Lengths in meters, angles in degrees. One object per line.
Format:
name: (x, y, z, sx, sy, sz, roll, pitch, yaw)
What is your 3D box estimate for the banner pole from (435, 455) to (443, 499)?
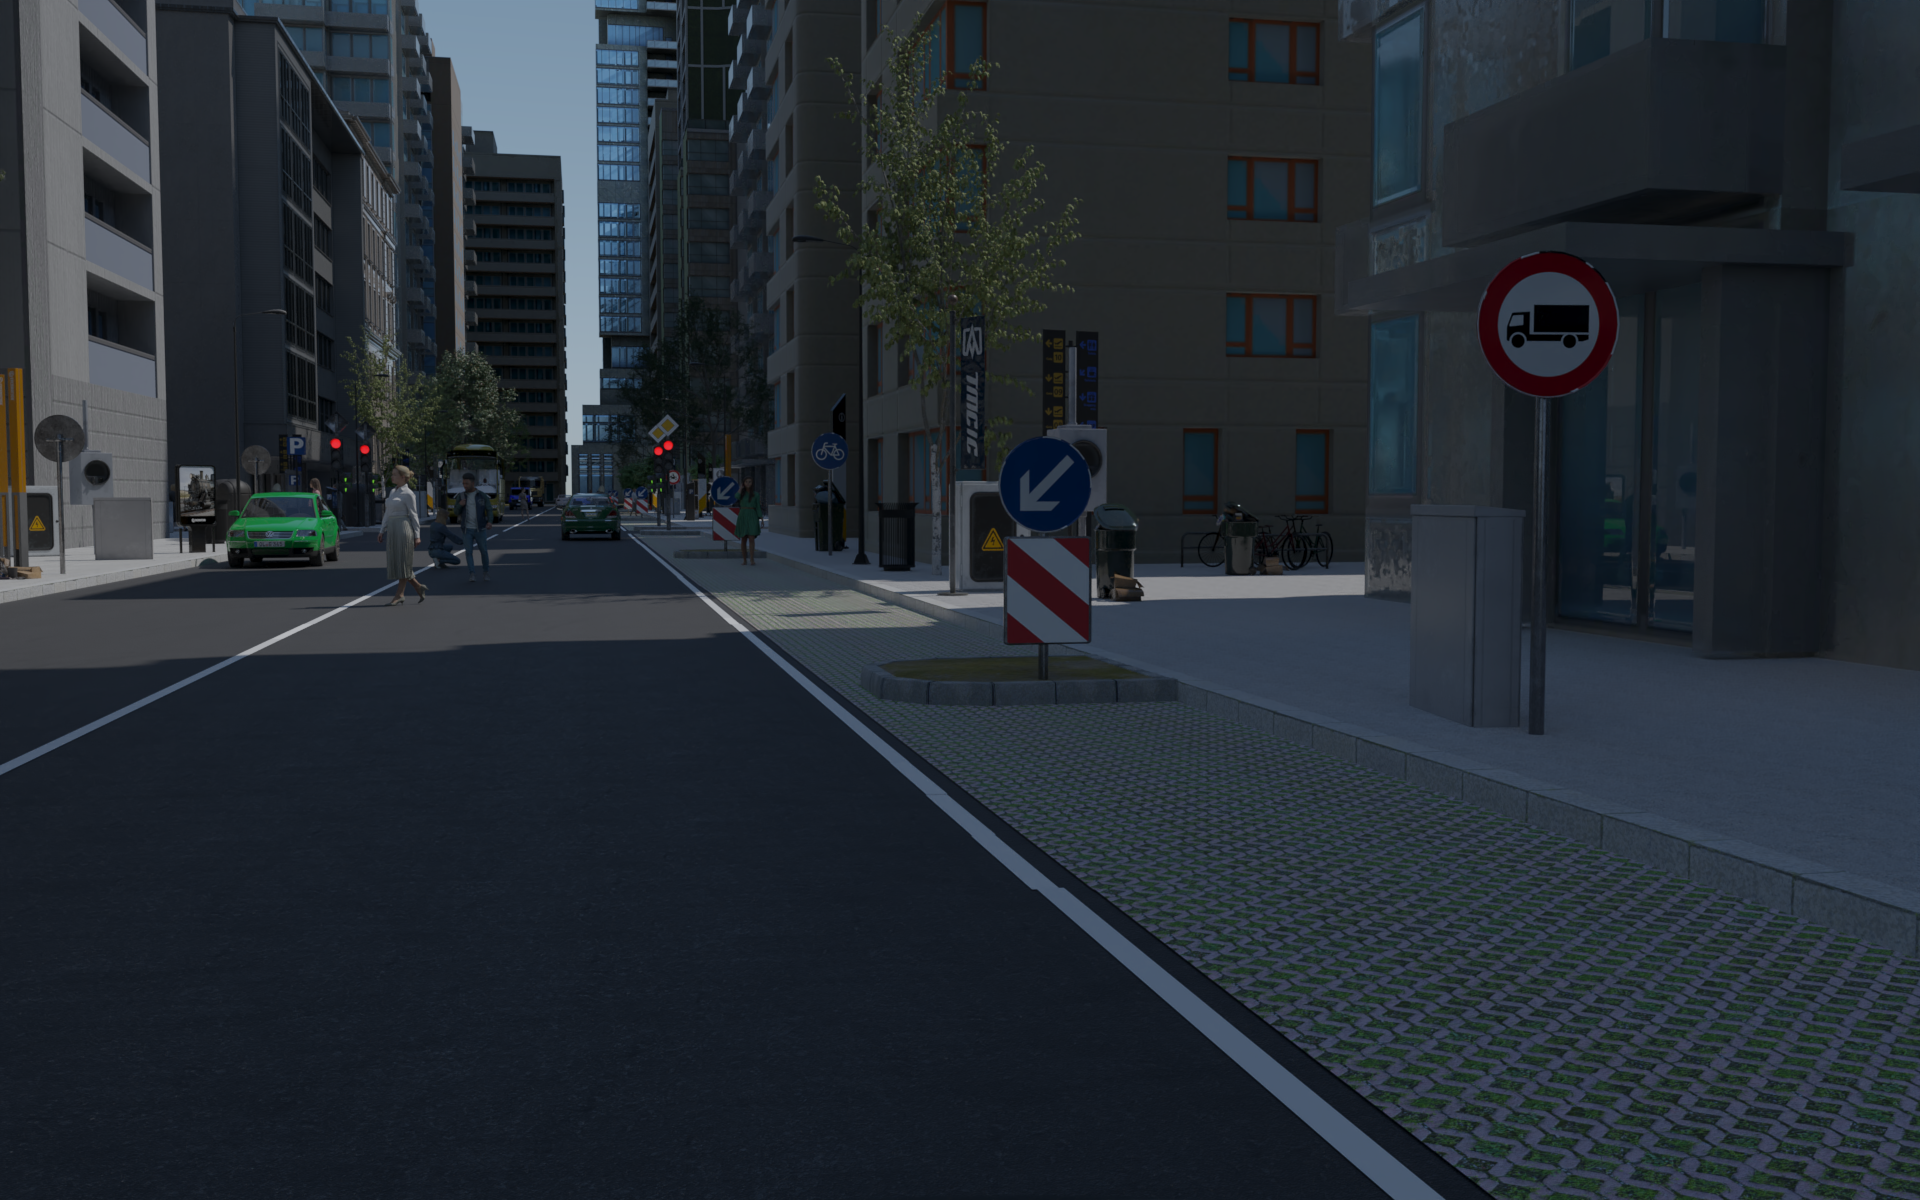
banner pole: (-33.166, -7.357, 110.302, 0.401, 3.779, 0.863, 1, 4, 23)

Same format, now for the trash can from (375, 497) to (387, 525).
trash can: (-24.460, -3.740, 72.799, 0.748, 1.137, 0.748, 0, 3, 0)

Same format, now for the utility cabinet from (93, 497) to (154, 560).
utility cabinet: (-16.345, -1.388, 33.858, 1.020, 1.237, 0.306, -1, 4, -21)

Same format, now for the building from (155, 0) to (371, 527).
building: (-36.990, -16.033, 81.203, 14.314, 24.678, 30.058, -1, 4, -12)

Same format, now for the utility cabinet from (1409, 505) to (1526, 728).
utility cabinet: (2.913, 0.072, 9.992, 0.306, 1.237, 1.020, 0, 4, -5)

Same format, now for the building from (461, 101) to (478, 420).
building: (-70.343, -35.174, 194.709, 30.456, 49.044, 23.786, -1, 4, -12)

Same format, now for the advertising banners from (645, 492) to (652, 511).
advertising banners: (-24.112, -8.481, 134.849, 0.090, 3.025, 2.074, -2, 4, -34)

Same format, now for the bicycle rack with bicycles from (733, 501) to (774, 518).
bicycle rack with bicycles: (-10.865, -4.530, 87.450, 2.925, 0.926, 2.852, 3, 4, 36)

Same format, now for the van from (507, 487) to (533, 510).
van: (-39.771, -9.320, 156.773, 2.240, 2.365, 5.245, -1, 4, -12)

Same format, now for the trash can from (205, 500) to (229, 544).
trash can: (-19.211, -2.018, 44.645, 0.748, 1.137, 0.748, 0, 3, 0)

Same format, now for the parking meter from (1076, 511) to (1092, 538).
parking meter: (2.110, -1.453, 29.465, 0.255, 1.863, 0.399, 0, 4, 4)

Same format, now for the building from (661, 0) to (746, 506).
building: (-18.981, -44.731, 169.603, 20.563, 71.187, 20.611, -1, 4, -12)

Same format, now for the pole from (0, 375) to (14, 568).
pole: (-16.406, -2.189, 29.632, 0.158, 3.312, 0.155, 0, 3, 0)

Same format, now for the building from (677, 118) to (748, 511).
building: (-14.923, -22.389, 137.766, 14.160, 30.474, 14.107, -1, 4, -12)

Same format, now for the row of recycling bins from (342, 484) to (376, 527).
row of recycling bins: (-24.006, -3.805, 69.318, 1.069, 1.692, 3.534, -1, 4, -11)

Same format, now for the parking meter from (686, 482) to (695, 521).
parking meter: (-12.965, -4.743, 83.264, 0.399, 1.863, 0.255, -2, 4, -23)

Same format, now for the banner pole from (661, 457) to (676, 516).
banner pole: (-17.059, -6.828, 101.658, 0.863, 3.779, 0.401, 0, 4, 7)

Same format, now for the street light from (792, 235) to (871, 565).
street light: (-2.329, -3.597, 31.356, 1.470, 5.913, 1.316, -1, 4, -12)

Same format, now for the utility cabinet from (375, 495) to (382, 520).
utility cabinet: (-28.464, -4.557, 85.675, 1.020, 1.237, 0.306, -2, 4, -34)

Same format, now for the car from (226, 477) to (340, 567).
car: (-13.810, -1.630, 35.443, 1.959, 1.807, 4.718, -1, 4, -14)

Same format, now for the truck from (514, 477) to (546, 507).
truck: (-48.046, -12.125, 194.160, 3.469, 3.379, 9.791, -1, 4, -12)

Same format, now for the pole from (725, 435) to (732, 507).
pole: (-7.953, -4.013, 59.462, 0.158, 3.312, 0.155, 0, 3, 0)

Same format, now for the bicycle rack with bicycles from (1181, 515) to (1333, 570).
bicycle rack with bicycles: (5.296, -1.013, 29.946, 2.925, 0.926, 2.852, -2, 4, -29)

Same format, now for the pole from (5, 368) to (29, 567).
pole: (-15.324, -2.100, 28.182, 0.158, 3.312, 0.155, 0, 3, 0)

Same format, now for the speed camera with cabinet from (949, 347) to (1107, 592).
speed camera with cabinet: (0.905, -1.758, 23.085, 2.038, 3.252, 0.660, -1, 4, -15)

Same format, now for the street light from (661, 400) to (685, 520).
street light: (-13.868, -6.831, 84.230, 1.470, 5.913, 1.316, -1, 4, -12)

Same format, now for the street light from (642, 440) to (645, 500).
street light: (-20.252, -8.621, 113.501, 1.470, 5.913, 1.316, -1, 4, -12)

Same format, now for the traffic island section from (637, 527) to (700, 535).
traffic island section: (-10.253, -2.375, 61.108, 2.009, 0.180, 2.903, -1, 4, -12)

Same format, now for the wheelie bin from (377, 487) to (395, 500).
wheelie bin: (-26.323, -4.395, 79.765, 0.980, 1.594, 0.693, -1, 4, -14)

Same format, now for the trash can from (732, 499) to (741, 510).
trash can: (-10.064, -4.107, 78.797, 0.748, 1.137, 0.748, 0, 3, 0)

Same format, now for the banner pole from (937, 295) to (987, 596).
banner pole: (0.054, -1.936, 21.667, 0.401, 3.779, 0.863, -3, 5, -39)

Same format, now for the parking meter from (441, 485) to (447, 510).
parking meter: (-32.359, -6.294, 108.621, 0.255, 1.863, 0.399, 1, 4, 14)

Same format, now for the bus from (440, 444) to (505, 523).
bus: (-24.791, -5.950, 88.837, 2.896, 3.916, 12.252, -1, 4, -13)

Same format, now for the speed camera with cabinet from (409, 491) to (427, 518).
speed camera with cabinet: (-30.270, -6.140, 94.723, 2.038, 3.252, 0.660, -1, 4, -9)

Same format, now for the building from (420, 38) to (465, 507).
building: (-57.355, -32.021, 173.656, 14.600, 45.320, 14.200, -1, 4, -12)

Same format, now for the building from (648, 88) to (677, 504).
building: (-25.630, -35.595, 205.680, 21.300, 48.544, 21.600, -1, 4, -12)

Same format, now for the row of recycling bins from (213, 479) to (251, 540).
row of recycling bins: (-20.552, -2.533, 48.522, 1.069, 1.692, 3.534, -2, 4, -29)

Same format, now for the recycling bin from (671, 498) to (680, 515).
recycling bin: (-17.900, -5.826, 107.806, 0.722, 1.027, 0.722, 2, 4, 28)

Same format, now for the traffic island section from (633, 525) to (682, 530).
traffic island section: (-11.956, -2.852, 68.910, 2.009, 0.180, 2.903, -1, 4, -12)

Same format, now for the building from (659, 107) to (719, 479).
building: (-25.332, -30.835, 187.741, 14.154, 41.232, 14.086, -1, 4, -12)

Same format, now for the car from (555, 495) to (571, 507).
car: (-40.336, -10.060, 176.848, 2.083, 1.381, 4.827, -1, 4, -14)

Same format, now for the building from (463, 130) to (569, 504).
building: (-64.199, -37.304, 233.619, 21.600, 48.544, 21.300, -1, 4, -12)

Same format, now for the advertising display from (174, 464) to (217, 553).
advertising display: (-16.664, -1.993, 37.793, 0.123, 1.923, 0.974, 2, 4, 27)

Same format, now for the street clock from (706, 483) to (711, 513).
street clock: (-17.039, -6.884, 117.130, 0.358, 2.002, 0.471, 3, 5, 45)

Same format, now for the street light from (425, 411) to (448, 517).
street light: (-29.156, -7.573, 96.367, 1.470, 5.913, 1.316, -1, 4, -12)

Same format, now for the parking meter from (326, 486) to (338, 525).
parking meter: (-20.925, -3.016, 57.717, 0.372, 1.533, 0.369, 0, 3, 0)

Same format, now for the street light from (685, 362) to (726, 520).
street light: (-8.851, -5.427, 61.266, 1.470, 5.913, 1.316, -1, 4, -12)

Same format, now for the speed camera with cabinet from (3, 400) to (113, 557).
speed camera with cabinet: (-18.688, -2.541, 35.873, 0.660, 3.252, 2.038, 3, 4, 38)

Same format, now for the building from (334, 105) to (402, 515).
building: (-42.451, -19.012, 108.110, 12.463, 27.353, 25.104, -1, 4, -12)

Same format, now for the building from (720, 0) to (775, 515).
building: (-2.695, -29.928, 108.924, 23.786, 49.044, 30.456, -1, 4, -12)

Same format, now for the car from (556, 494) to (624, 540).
car: (-11.748, -2.648, 55.086, 2.131, 1.459, 4.920, -1, 4, -12)

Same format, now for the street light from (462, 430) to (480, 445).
street light: (-35.454, -9.349, 125.399, 1.470, 5.913, 1.316, -1, 4, -12)

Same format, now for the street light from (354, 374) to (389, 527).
street light: (-22.735, -5.772, 66.921, 1.470, 5.913, 1.316, -1, 4, -12)

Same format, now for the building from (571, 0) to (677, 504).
building: (-37.938, -56.579, 237.729, 31.000, 86.520, 22.319, -1, 4, -12)

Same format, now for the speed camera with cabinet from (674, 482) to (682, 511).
speed camera with cabinet: (-21.389, -8.381, 131.363, 0.660, 3.252, 2.038, 0, 4, -7)

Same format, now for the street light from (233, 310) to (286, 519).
street light: (-17.658, -4.350, 43.662, 1.470, 5.913, 1.316, -1, 4, -12)

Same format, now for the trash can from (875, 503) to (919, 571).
trash can: (-1.052, -1.055, 28.906, 0.748, 1.137, 0.748, 0, 3, 0)

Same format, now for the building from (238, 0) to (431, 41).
building: (-57.875, -32.478, 150.620, 23.786, 49.044, 30.456, -1, 4, -12)

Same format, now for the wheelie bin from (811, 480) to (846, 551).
wheelie bin: (-2.962, -1.896, 38.916, 0.693, 1.594, 0.980, -1, 4, -19)

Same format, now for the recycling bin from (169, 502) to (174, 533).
recycling bin: (-26.320, -2.707, 56.806, 0.722, 1.027, 0.722, 0, 4, 3)
